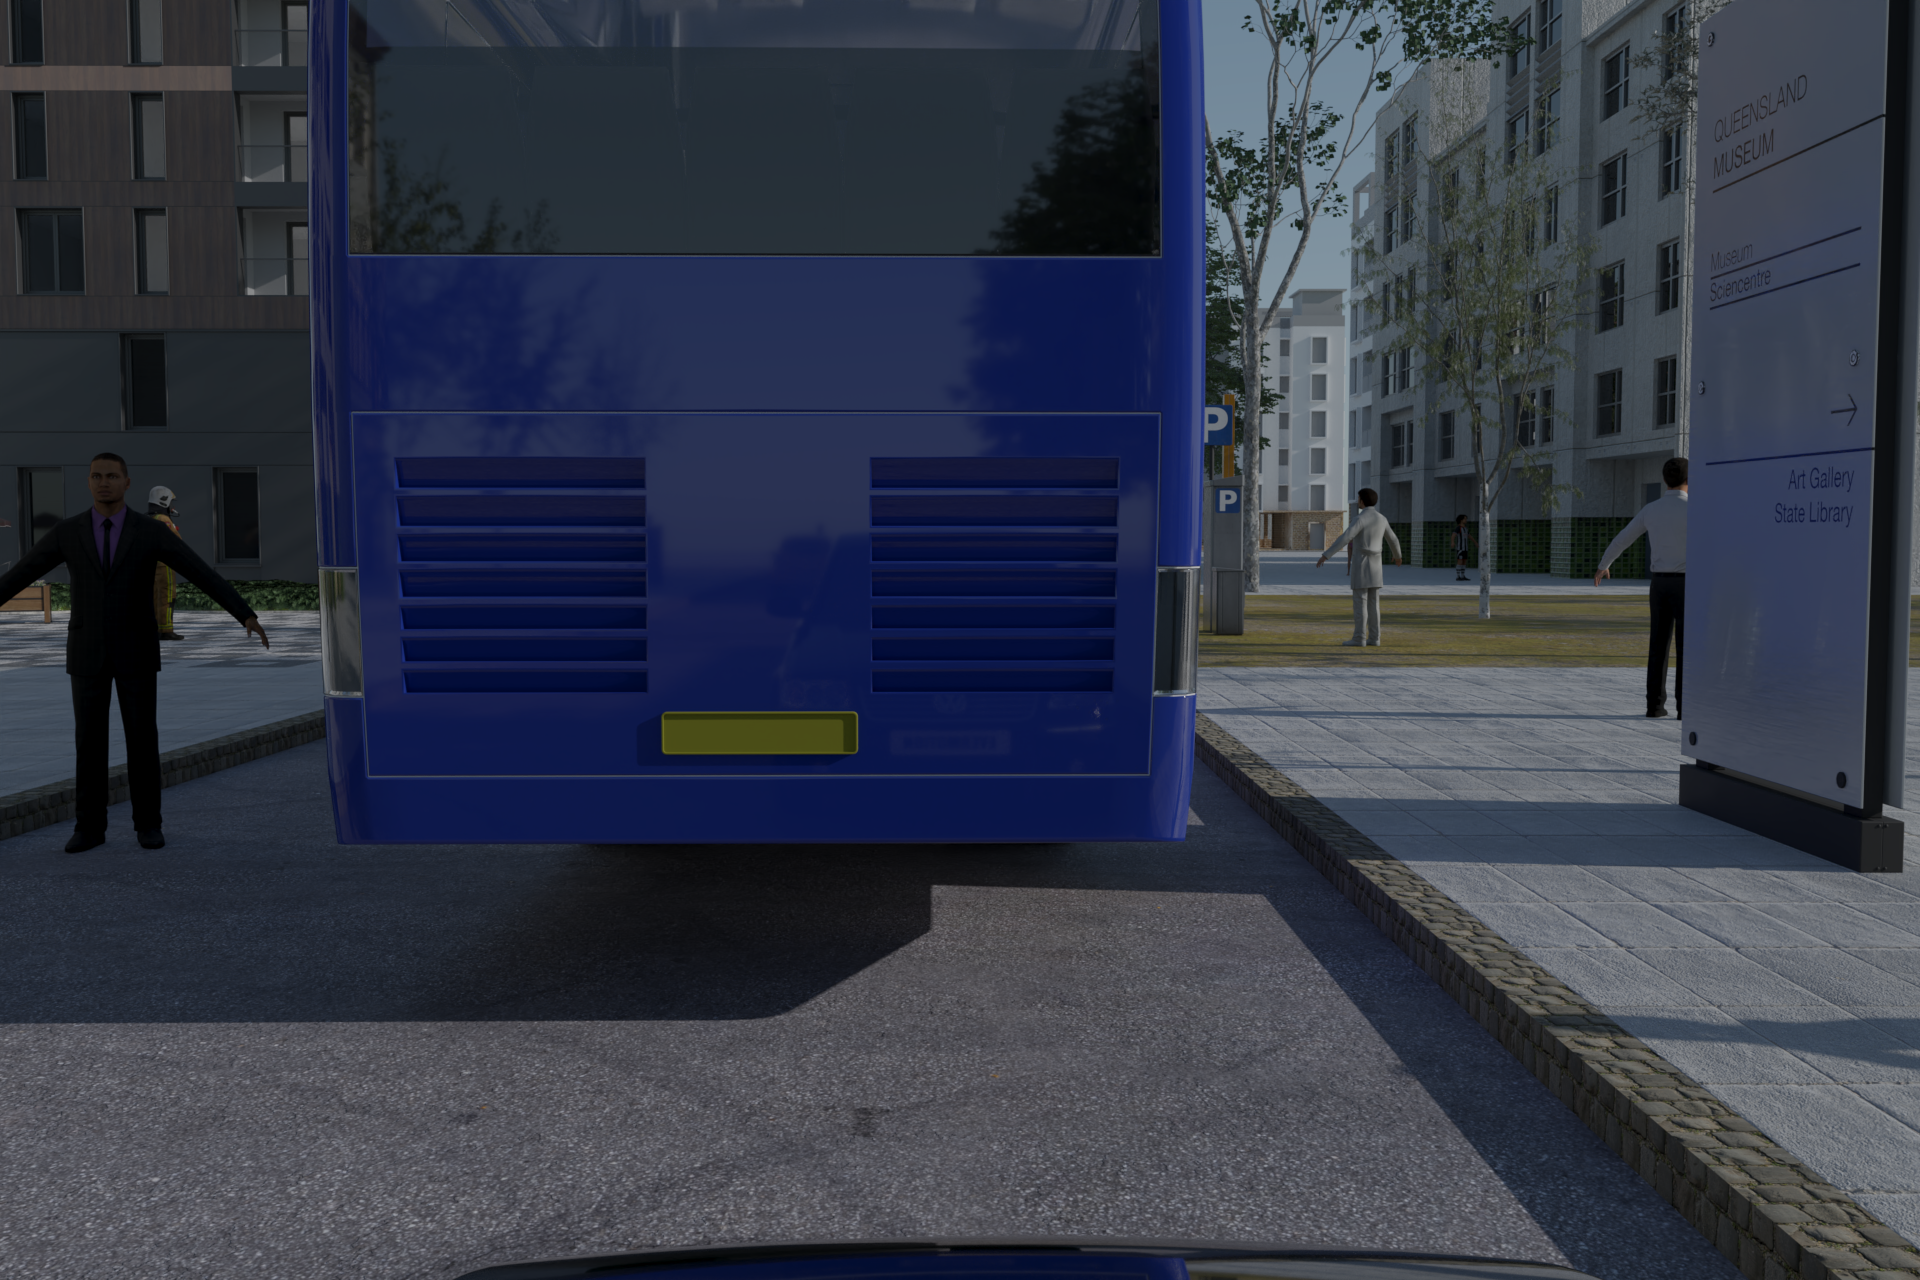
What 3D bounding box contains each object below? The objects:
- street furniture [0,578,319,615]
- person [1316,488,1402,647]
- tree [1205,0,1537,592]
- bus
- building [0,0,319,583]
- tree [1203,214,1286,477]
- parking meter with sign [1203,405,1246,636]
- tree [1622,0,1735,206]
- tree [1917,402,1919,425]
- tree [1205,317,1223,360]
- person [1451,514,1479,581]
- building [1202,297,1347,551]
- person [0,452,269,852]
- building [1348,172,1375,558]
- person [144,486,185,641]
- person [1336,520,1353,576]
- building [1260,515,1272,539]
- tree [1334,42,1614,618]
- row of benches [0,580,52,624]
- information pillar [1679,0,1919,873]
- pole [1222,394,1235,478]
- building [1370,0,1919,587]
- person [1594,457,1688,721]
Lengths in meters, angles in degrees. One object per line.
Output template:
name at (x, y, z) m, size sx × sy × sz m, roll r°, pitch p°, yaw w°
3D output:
street furniture at (-11.521, -0.880, 30.013) m, size 10.072 × 0.657 × 5.734 m, roll 0°, pitch 4°, yaw 4°
person at (4.635, -0.836, 19.853) m, size 1.347 × 1.806 × 0.705 m, roll -2°, pitch 4°, yaw -34°
tree at (7.868, -11.104, 37.437) m, size 12.611 × 20.169 × 13.585 m, roll 0°, pitch 3°, yaw 0°
bus at (-0.662, -1.184, 10.899) m, size 2.896 × 3.916 × 12.251 m, roll 0°, pitch 4°, yaw -1°
building at (-25.140, -13.169, 59.282) m, size 27.936 × 21.610 × 32.646 m, roll 0°, pitch 4°, yaw 0°
tree at (6.677, -8.465, 56.523) m, size 7.486 × 12.596 × 7.792 m, roll 0°, pitch 3°, yaw 0°
parking meter with sign at (3.415, -1.612, 22.613) m, size 0.543 × 3.016 × 1.738 m, roll 0°, pitch 4°, yaw -1°
tree at (11.291, -6.526, 17.072) m, size 12.009 × 13.543 × 11.850 m, roll 0°, pitch 3°, yaw 0°
tree at (6.519, -3.553, 8.448) m, size 4.360 × 8.622 × 3.978 m, roll 0°, pitch 3°, yaw 0°
tree at (6.196, -8.600, 66.366) m, size 9.928 × 11.665 × 9.643 m, roll 0°, pitch 3°, yaw 0°
person at (13.796, -2.529, 47.500) m, size 1.345 × 1.843 × 0.704 m, roll -3°, pitch 5°, yaw -43°
building at (23.494, -17.691, 145.665) m, size 16.016 × 20.090 × 11.380 m, roll 0°, pitch 4°, yaw 1°
person at (-3.870, 0.047, 7.908) m, size 1.346 × 1.802 × 0.704 m, roll -1°, pitch 4°, yaw -17°
building at (26.012, -14.398, 91.833) m, size 16.016 × 20.090 × 11.380 m, roll 0°, pitch 3°, yaw 0°
person at (-9.614, -0.927, 20.931) m, size 1.354 × 1.858 × 0.705 m, roll 3°, pitch 5°, yaw 41°
person at (12.150, -2.860, 53.571) m, size 1.217 × 1.733 × 0.721 m, roll 1°, pitch 4°, yaw 9°
building at (24.189, -18.713, 172.414) m, size 16.747 × 18.905 × 31.486 m, roll 0°, pitch 4°, yaw 0°
tree at (8.142, -4.645, 26.301) m, size 4.360 × 8.622 × 3.978 m, roll 0°, pitch 3°, yaw 0°
row of benches at (-14.793, -0.531, 24.139) m, size 4.104 × 0.672 × 1.422 m, roll -2°, pitch 4°, yaw -25°
information pillar at (3.486, -0.976, 7.268) m, size 0.184 × 3.620 × 1.656 m, roll 0°, pitch 3°, yaw 0°
pole at (3.924, -1.929, 25.389) m, size 0.158 × 3.312 × 0.155 m, roll 0°, pitch 3°, yaw 0°
building at (25.820, -11.680, 57.433) m, size 16.747 × 18.905 × 31.486 m, roll 0°, pitch 3°, yaw 0°
person at (4.986, -0.359, 12.032) m, size 0.704 × 1.810 × 1.344 m, roll -3°, pitch 5°, yaw -39°
